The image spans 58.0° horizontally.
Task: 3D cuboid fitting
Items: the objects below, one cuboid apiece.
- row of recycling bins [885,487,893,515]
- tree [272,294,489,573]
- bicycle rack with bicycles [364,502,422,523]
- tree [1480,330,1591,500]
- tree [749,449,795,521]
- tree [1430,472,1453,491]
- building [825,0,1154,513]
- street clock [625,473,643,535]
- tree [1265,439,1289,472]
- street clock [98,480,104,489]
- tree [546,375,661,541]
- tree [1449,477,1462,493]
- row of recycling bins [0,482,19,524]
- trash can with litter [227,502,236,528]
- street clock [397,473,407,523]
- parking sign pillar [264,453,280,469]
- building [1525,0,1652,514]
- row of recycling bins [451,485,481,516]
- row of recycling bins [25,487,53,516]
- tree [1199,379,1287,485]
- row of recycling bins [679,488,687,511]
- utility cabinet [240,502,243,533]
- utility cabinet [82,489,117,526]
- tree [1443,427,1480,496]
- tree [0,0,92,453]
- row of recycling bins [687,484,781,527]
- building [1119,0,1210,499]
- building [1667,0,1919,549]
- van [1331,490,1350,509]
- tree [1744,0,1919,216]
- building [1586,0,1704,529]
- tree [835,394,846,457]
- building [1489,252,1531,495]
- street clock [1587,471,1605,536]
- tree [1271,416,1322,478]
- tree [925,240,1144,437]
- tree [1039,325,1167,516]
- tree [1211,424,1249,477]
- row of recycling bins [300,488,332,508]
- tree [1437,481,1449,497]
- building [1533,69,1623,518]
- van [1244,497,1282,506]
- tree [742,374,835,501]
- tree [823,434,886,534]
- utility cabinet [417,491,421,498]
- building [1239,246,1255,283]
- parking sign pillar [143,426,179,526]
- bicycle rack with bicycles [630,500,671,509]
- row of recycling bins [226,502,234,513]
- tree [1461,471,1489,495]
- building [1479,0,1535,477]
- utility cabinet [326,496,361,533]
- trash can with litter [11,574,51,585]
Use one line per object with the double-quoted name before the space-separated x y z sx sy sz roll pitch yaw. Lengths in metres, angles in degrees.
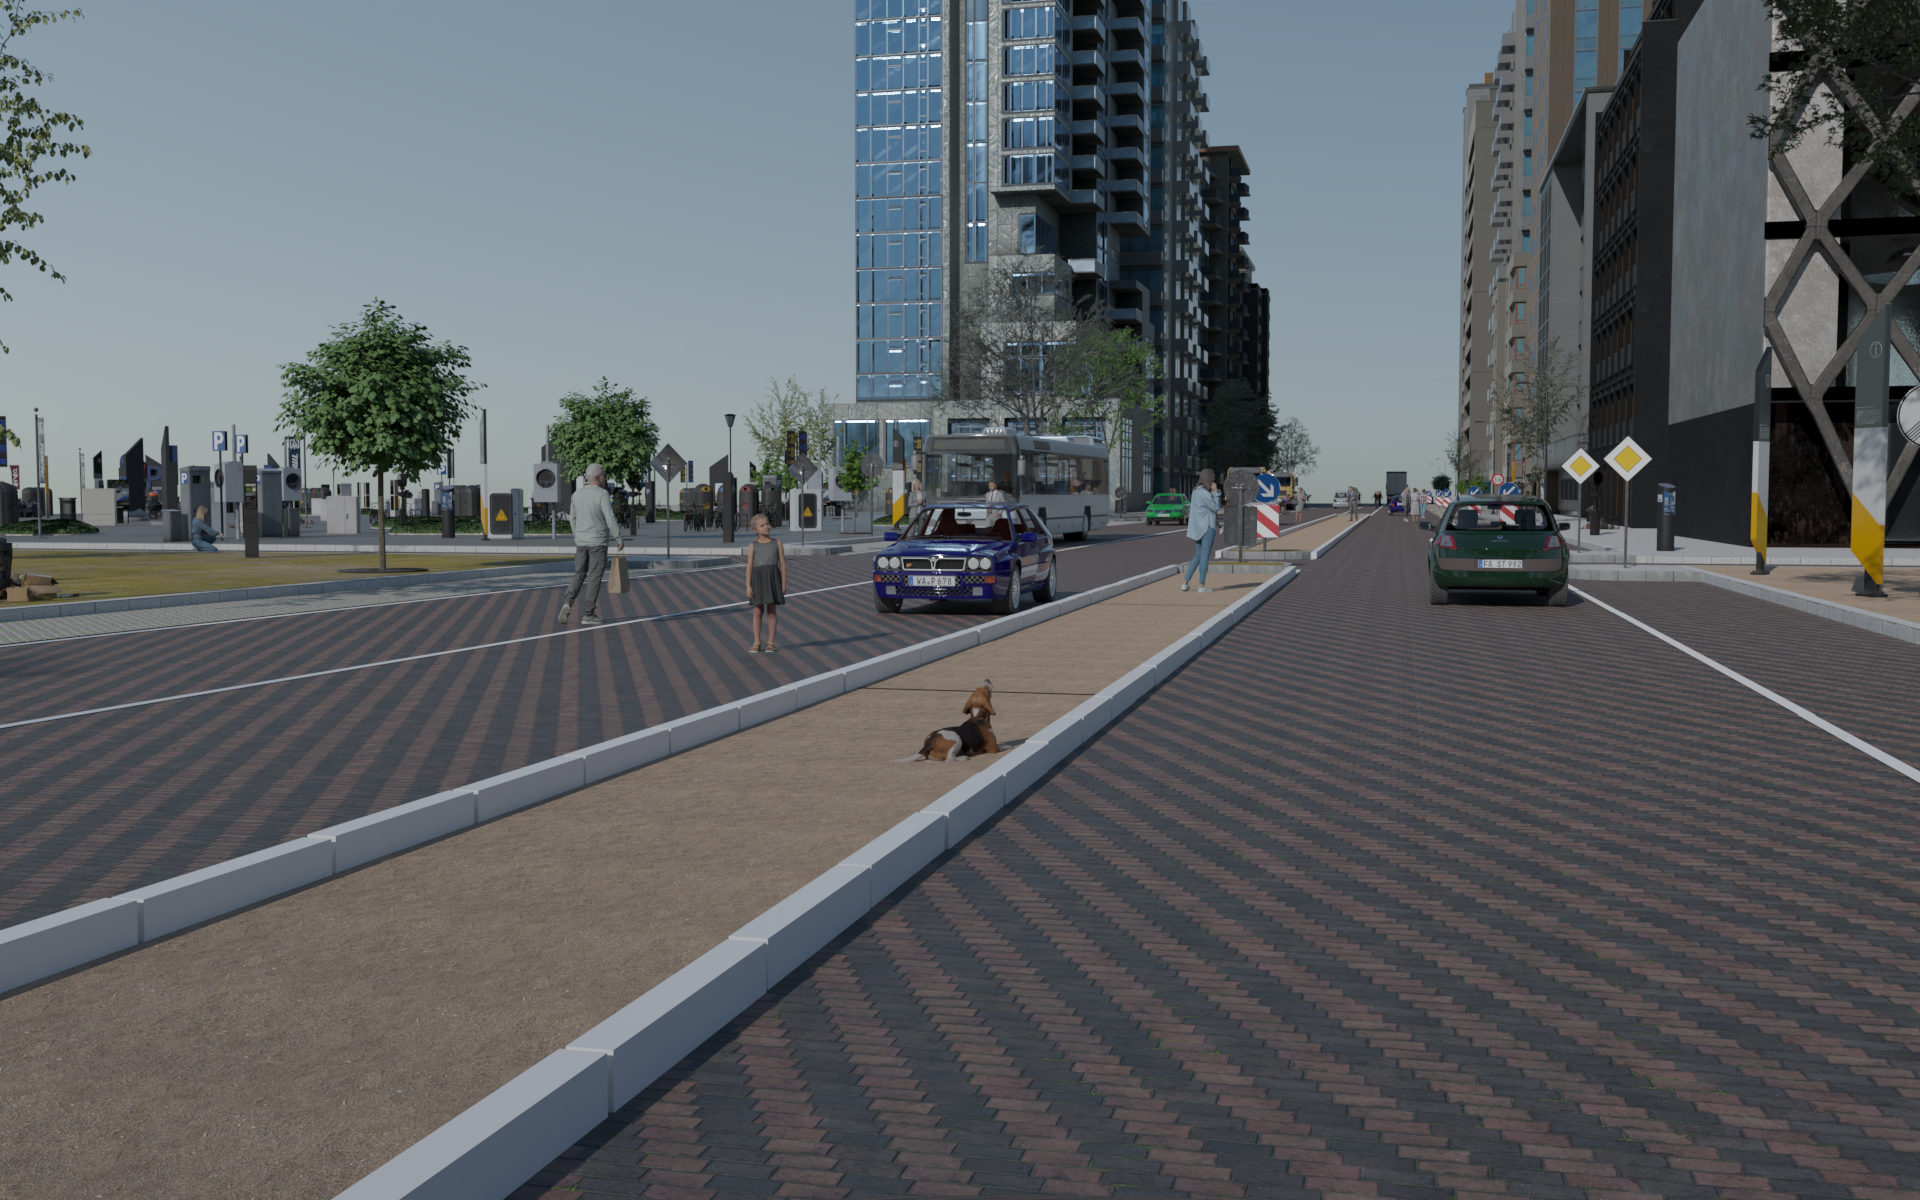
"row of recycling bins" -3.495 -6.099 106.826 1.069 1.692 3.534 -2 4 -31
"tree" -9.499 -2.748 28.642 4.285 4.588 4.351 0 3 0
"bicycle rack with bicycles" -25.068 -3.855 76.413 2.852 0.926 2.925 0 4 -1
"tree" 25.805 -7.765 77.326 4.360 8.622 3.978 0 3 0
"tree" -8.315 -4.890 74.548 1.663 3.219 1.824 0 3 0
"tree" 71.149 -16.634 255.677 4.285 4.588 4.351 0 3 0
"building" 3.759 -50.113 132.024 22.319 86.520 31.000 1 4 14
"street clock" -10.189 -3.023 53.992 0.471 2.002 0.358 -1 4 -8
"tree" 40.215 -16.715 223.653 4.737 8.622 4.395 0 3 0
"street clock" -45.084 -5.285 90.982 0.358 2.002 0.471 -1 4 -20
"tree" -9.809 -3.935 48.052 4.285 4.588 4.351 0 3 0
"tree" 51.845 -11.248 178.503 1.663 3.219 1.824 0 3 0
"row of recycling bins" -34.185 -3.323 61.440 1.069 1.692 3.534 -3 4 -37
"trash can with litter" -27.363 -3.365 66.073 1.678 1.210 2.233 -1 4 -14
"street clock" -19.533 -3.432 60.688 0.358 2.002 0.471 -2 4 -34
"parking sign pillar" -45.352 -7.691 114.216 1.447 3.967 1.447 3 4 38
"building" 45.494 -28.399 114.435 14.600 45.320 14.200 1 4 14
"row of recycling bins" -22.703 -4.394 78.955 1.069 1.692 3.534 -2 4 -34
"row of recycling bins" -54.275 -5.804 102.000 1.069 1.692 3.534 -1 4 -11
"tree" 30.622 -17.231 188.384 9.857 13.997 8.962 0 3 0
"row of recycling bins" -17.613 -6.524 113.785 1.069 1.692 3.534 -1 4 -23
"utility cabinet" -22.951 -2.922 56.452 1.173 1.500 0.318 0 4 2
"utility cabinet" -34.302 -3.693 69.057 1.173 1.500 0.318 -1 4 -13
"tree" 55.143 -14.684 190.438 4.360 8.622 3.978 0 3 0
"tree" -11.642 -4.211 19.207 4.737 8.622 4.395 0 3 0
"row of recycling bins" -8.749 -3.723 67.980 3.534 1.692 1.069 0 4 6
"building" 11.536 -33.298 164.031 23.786 49.044 30.456 1 4 14
"building" 28.342 -10.797 43.988 16.811 18.784 16.820 1 4 14
"van" 37.545 -9.978 170.158 2.013 2.044 4.112 1 4 15
"tree" 10.439 -4.882 14.235 7.601 10.594 8.767 -3 5 -43
"building" 32.889 -14.694 69.929 12.332 23.373 15.834 1 4 14
"tree" -9.851 -10.259 118.098 4.737 8.622 4.395 0 3 0
"building" 56.429 -17.709 134.588 27.650 21.520 28.899 1 4 14
"street clock" 20.109 -3.069 54.745 0.471 2.002 0.358 -1 4 -20
"tree" 51.327 -21.986 269.834 12.009 13.543 11.850 0 3 0
"tree" 3.584 -10.588 83.485 12.009 13.543 11.850 0 3 0
"tree" 8.578 -10.866 103.419 9.928 11.665 9.643 0 3 0
"tree" 28.208 -14.042 179.941 4.360 8.622 3.978 0 3 0
"row of recycling bins" -41.303 -6.353 110.989 3.534 1.692 1.069 3 5 45
"tree" 68.205 -15.329 245.230 1.663 3.219 1.824 0 3 0
"building" 39.462 -16.753 92.971 14.314 24.678 30.058 1 4 14
"van" 13.877 -4.464 80.004 2.013 2.044 4.112 1 4 12
"tree" -10.846 -9.489 105.514 4.737 8.622 4.395 0 3 0
"tree" -3.456 -3.726 55.525 1.663 3.219 1.824 0 3 0
"utility cabinet" -38.614 -7.080 124.433 0.318 1.500 1.173 -3 5 -41
"building" 30.029 -34.474 255.533 32.217 40.220 23.993 1 4 14
"parking sign pillar" -31.544 -4.932 69.103 1.447 3.967 1.447 -2 4 -32
"bicycle rack with bicycles" -19.362 -5.728 107.039 2.852 0.926 2.925 3 5 44
"row of recycling bins" -50.087 -6.816 118.553 1.069 1.692 3.534 2 4 34
"tree" 40.467 -8.591 135.066 1.663 3.219 1.824 0 3 0
"building" 61.881 -33.240 163.090 23.786 49.044 30.456 1 4 14
"utility cabinet" -20.139 -2.777 56.571 1.020 1.237 0.306 0 4 6
"trash can with litter" -14.022 -0.813 24.354 2.233 1.210 1.678 -1 4 -11
